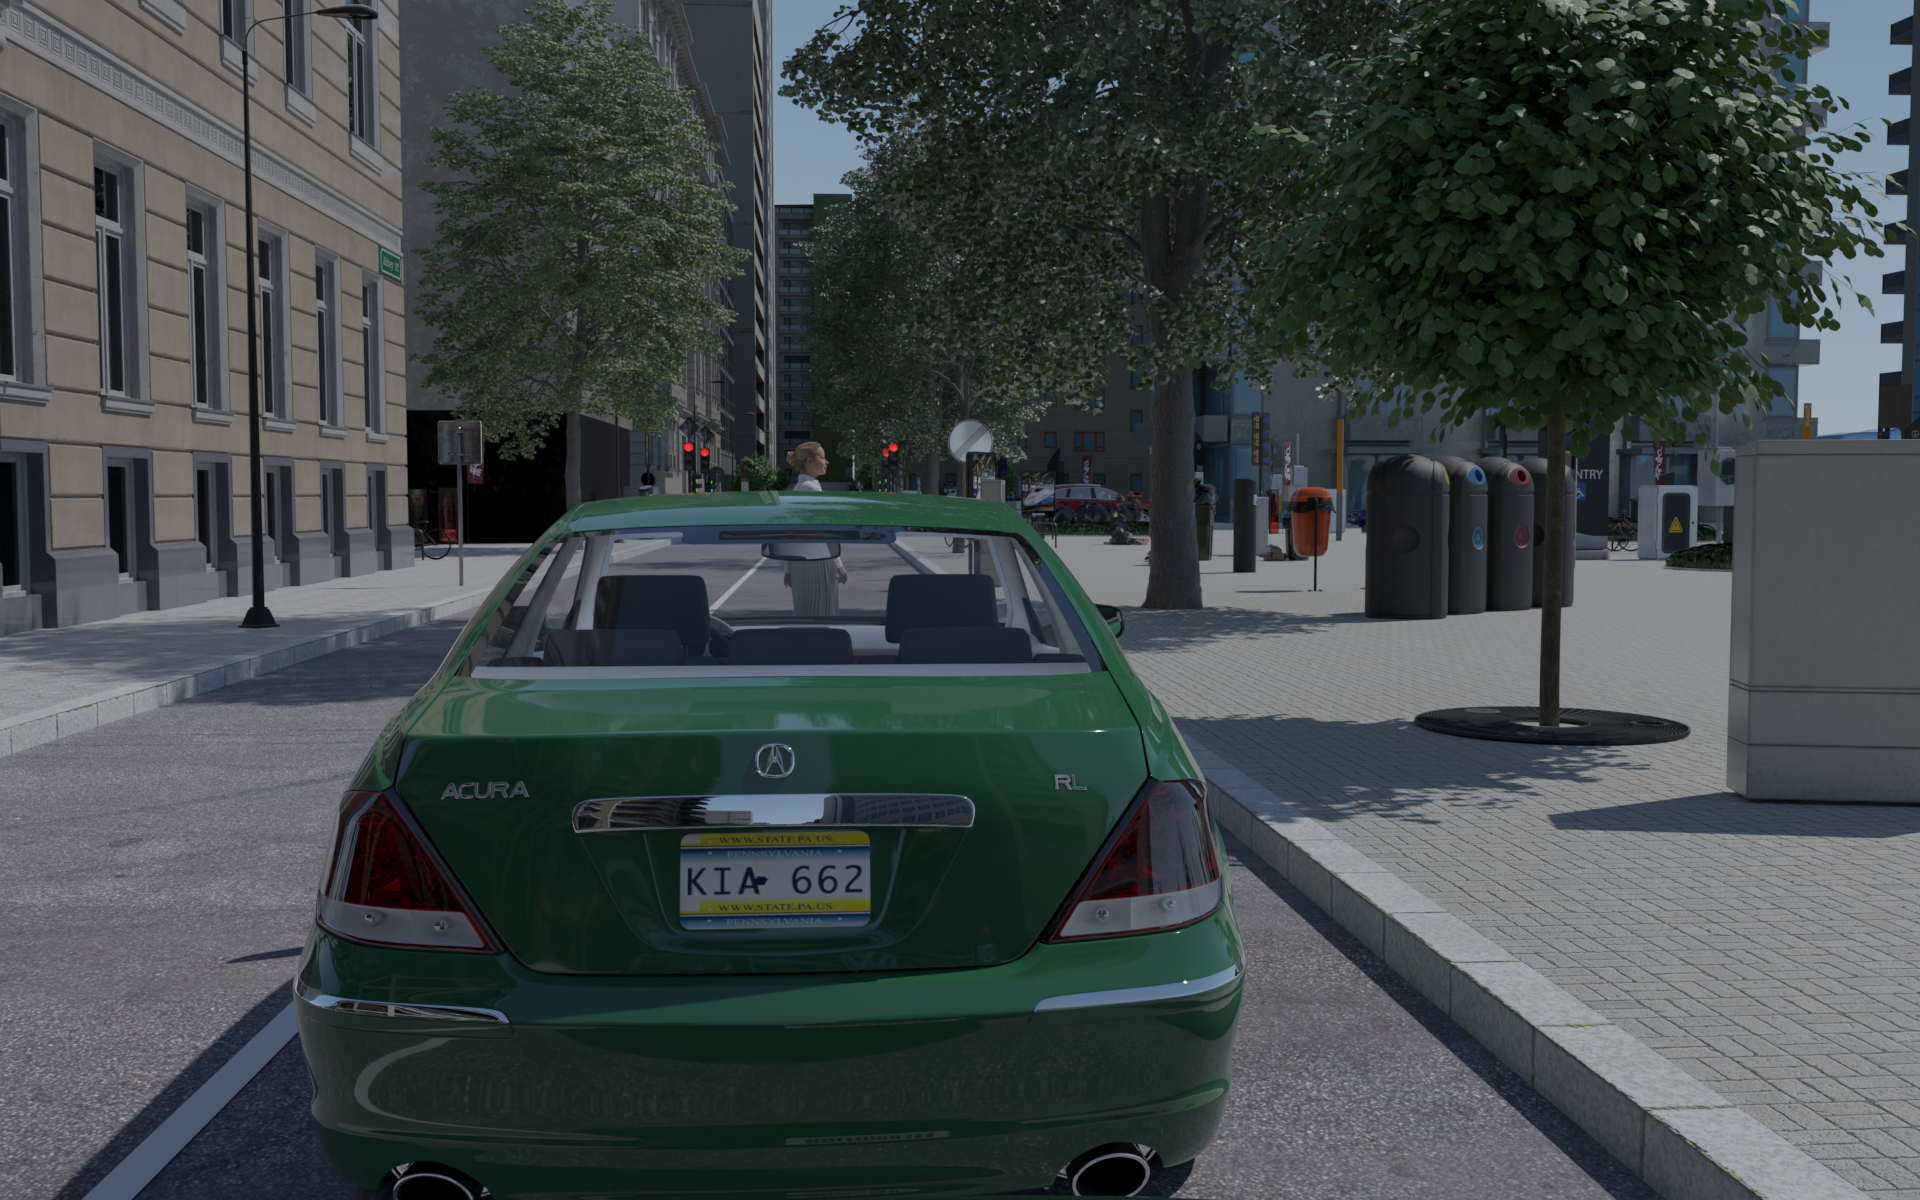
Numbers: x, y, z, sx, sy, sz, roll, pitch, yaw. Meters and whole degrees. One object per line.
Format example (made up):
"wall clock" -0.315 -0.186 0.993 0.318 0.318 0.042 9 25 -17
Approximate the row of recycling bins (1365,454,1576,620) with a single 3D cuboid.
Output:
"row of recycling bins" 5.596 -0.726 18.983 3.534 1.692 1.069 -3 5 -43

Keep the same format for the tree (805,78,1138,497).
"tree" 0.305 -6.293 37.306 7.601 10.594 8.767 -1 4 -16

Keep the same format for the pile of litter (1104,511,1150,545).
"pile of litter" 4.252 -1.844 44.113 1.176 0.858 1.719 0 4 3

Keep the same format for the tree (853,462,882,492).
"tree" -6.738 -9.418 137.700 4.285 4.588 4.351 0 3 0

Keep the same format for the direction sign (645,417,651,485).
"direction sign" -9.032 -3.559 50.187 0.379 3.537 0.876 0 4 -1

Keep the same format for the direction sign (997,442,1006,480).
"direction sign" 1.716 -5.029 74.221 0.379 3.537 0.876 -3 4 -36

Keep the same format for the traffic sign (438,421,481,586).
"traffic sign" -6.969 -1.347 24.151 0.606 2.300 0.079 0 4 2

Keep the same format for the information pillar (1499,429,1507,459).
"information pillar" 12.814 -3.029 40.886 0.183 3.616 0.504 0 4 5

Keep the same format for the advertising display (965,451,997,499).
"advertising display" 0.327 -1.300 26.469 0.123 1.923 0.974 1 4 23

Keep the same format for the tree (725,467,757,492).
"tree" -15.572 -7.785 121.889 1.663 3.219 1.824 0 3 0

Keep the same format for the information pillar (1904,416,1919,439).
"information pillar" 28.356 -3.683 51.575 0.183 3.616 0.504 -2 4 -32

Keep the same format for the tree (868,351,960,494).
"tree" -2.569 -8.001 81.181 4.360 8.622 3.978 0 3 0

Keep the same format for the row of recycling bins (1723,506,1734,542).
"row of recycling bins" 20.509 -2.197 43.035 1.069 1.692 3.534 -2 4 -26

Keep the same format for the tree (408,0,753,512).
"tree" -8.431 -7.420 39.440 7.486 12.596 7.792 0 3 0

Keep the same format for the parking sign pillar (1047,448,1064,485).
"parking sign pillar" 5.606 -6.912 101.481 1.447 3.967 1.447 -2 4 -26

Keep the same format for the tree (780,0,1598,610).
"tree" 2.511 -6.876 19.082 9.857 13.997 8.962 0 3 0

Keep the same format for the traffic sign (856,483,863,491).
"traffic sign" -8.145 -8.635 141.290 0.768 2.556 0.104 0 4 -2

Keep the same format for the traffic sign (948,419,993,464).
"traffic sign" 0.181 -1.806 29.631 0.768 2.556 0.104 0 4 -1

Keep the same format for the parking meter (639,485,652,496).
"parking meter" -8.818 -2.459 48.618 0.372 1.533 0.369 0 3 0

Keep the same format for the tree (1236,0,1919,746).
"tree" 3.285 -1.566 9.315 4.285 4.588 4.351 0 3 0

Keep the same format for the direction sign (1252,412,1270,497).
"direction sign" 8.312 -3.422 47.946 0.379 3.537 0.876 3 5 40

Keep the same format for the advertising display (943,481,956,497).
"advertising display" -0.324 -4.867 84.793 0.974 1.923 0.123 0 4 7

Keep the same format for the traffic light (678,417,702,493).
"traffic light" -9.813 -4.528 62.959 0.839 4.253 0.868 0 4 -4

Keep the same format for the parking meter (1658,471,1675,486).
"parking meter" 18.182 -2.381 44.647 0.399 1.863 0.255 1 4 11

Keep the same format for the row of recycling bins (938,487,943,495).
"row of recycling bins" 0.416 -5.619 98.989 3.534 1.692 1.069 -1 4 -10

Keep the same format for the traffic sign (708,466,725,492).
"traffic sign" -11.166 -4.856 79.501 0.768 2.556 0.104 0 4 2

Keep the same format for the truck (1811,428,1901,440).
"truck" 43.740 -5.013 71.722 18.799 4.110 2.967 0 4 -4

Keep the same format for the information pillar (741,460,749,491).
"information pillar" -14.635 -7.746 117.996 0.504 3.616 0.183 0 4 3

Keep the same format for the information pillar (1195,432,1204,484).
"information pillar" 8.979 -4.512 65.126 0.183 3.616 0.504 3 5 40

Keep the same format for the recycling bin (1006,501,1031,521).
"recycling bin" 2.112 -3.025 62.007 0.722 1.027 0.722 -2 4 -34

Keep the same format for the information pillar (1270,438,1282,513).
"information pillar" 13.086 -4.918 71.764 0.504 3.616 0.183 0 4 -1

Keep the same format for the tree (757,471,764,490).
"tree" -15.040 -7.943 124.470 1.663 3.219 1.824 0 3 0

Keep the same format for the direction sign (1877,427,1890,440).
"direction sign" 31.520 -4.110 59.189 0.379 3.537 0.876 0 4 5

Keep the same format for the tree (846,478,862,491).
"tree" -12.732 -13.105 208.864 1.663 3.219 1.824 0 3 0

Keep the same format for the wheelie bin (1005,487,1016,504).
"wheelie bin" 2.862 -5.629 99.942 0.980 1.594 0.693 3 5 45

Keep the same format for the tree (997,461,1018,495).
"tree" 2.498 -5.871 90.600 1.663 3.219 1.824 0 3 0

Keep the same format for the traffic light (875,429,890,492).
"traffic light" -3.068 -5.050 71.484 0.839 4.253 0.868 0 4 -4

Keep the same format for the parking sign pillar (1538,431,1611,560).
"parking sign pillar" 12.101 -2.794 34.159 1.447 3.967 1.447 0 4 -4

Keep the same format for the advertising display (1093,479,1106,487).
"advertising display" 6.184 -4.390 76.988 0.123 1.923 0.974 2 4 34

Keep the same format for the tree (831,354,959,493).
"tree" -3.473 -10.870 95.849 7.486 12.596 7.792 0 3 0

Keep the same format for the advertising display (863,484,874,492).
"advertising display" -5.864 -6.458 110.803 0.123 1.923 0.974 3 4 37

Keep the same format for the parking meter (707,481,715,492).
"parking meter" -10.647 -4.166 73.824 0.399 1.863 0.255 -2 4 -30

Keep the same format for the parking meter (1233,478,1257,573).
"parking meter" 4.659 -1.218 28.325 0.372 1.533 0.369 0 3 0

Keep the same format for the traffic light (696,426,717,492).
"traffic light" -10.408 -5.015 70.922 0.839 4.253 0.868 0 4 -4

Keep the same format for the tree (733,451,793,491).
"tree" -15.377 -8.971 130.397 4.285 4.588 4.351 0 3 0

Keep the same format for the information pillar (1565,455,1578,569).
"information pillar" 10.374 -1.545 29.755 0.304 2.012 0.304 -1 4 -17

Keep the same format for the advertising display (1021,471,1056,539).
"advertising display" 2.206 -2.672 48.902 0.974 1.923 0.123 0 4 -6

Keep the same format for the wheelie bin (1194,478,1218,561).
"wheelie bin" 4.625 -1.571 33.589 0.693 1.594 0.980 1 4 15

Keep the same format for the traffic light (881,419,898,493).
"traffic light" -2.473 -4.563 63.521 0.839 4.253 0.868 0 4 -4
